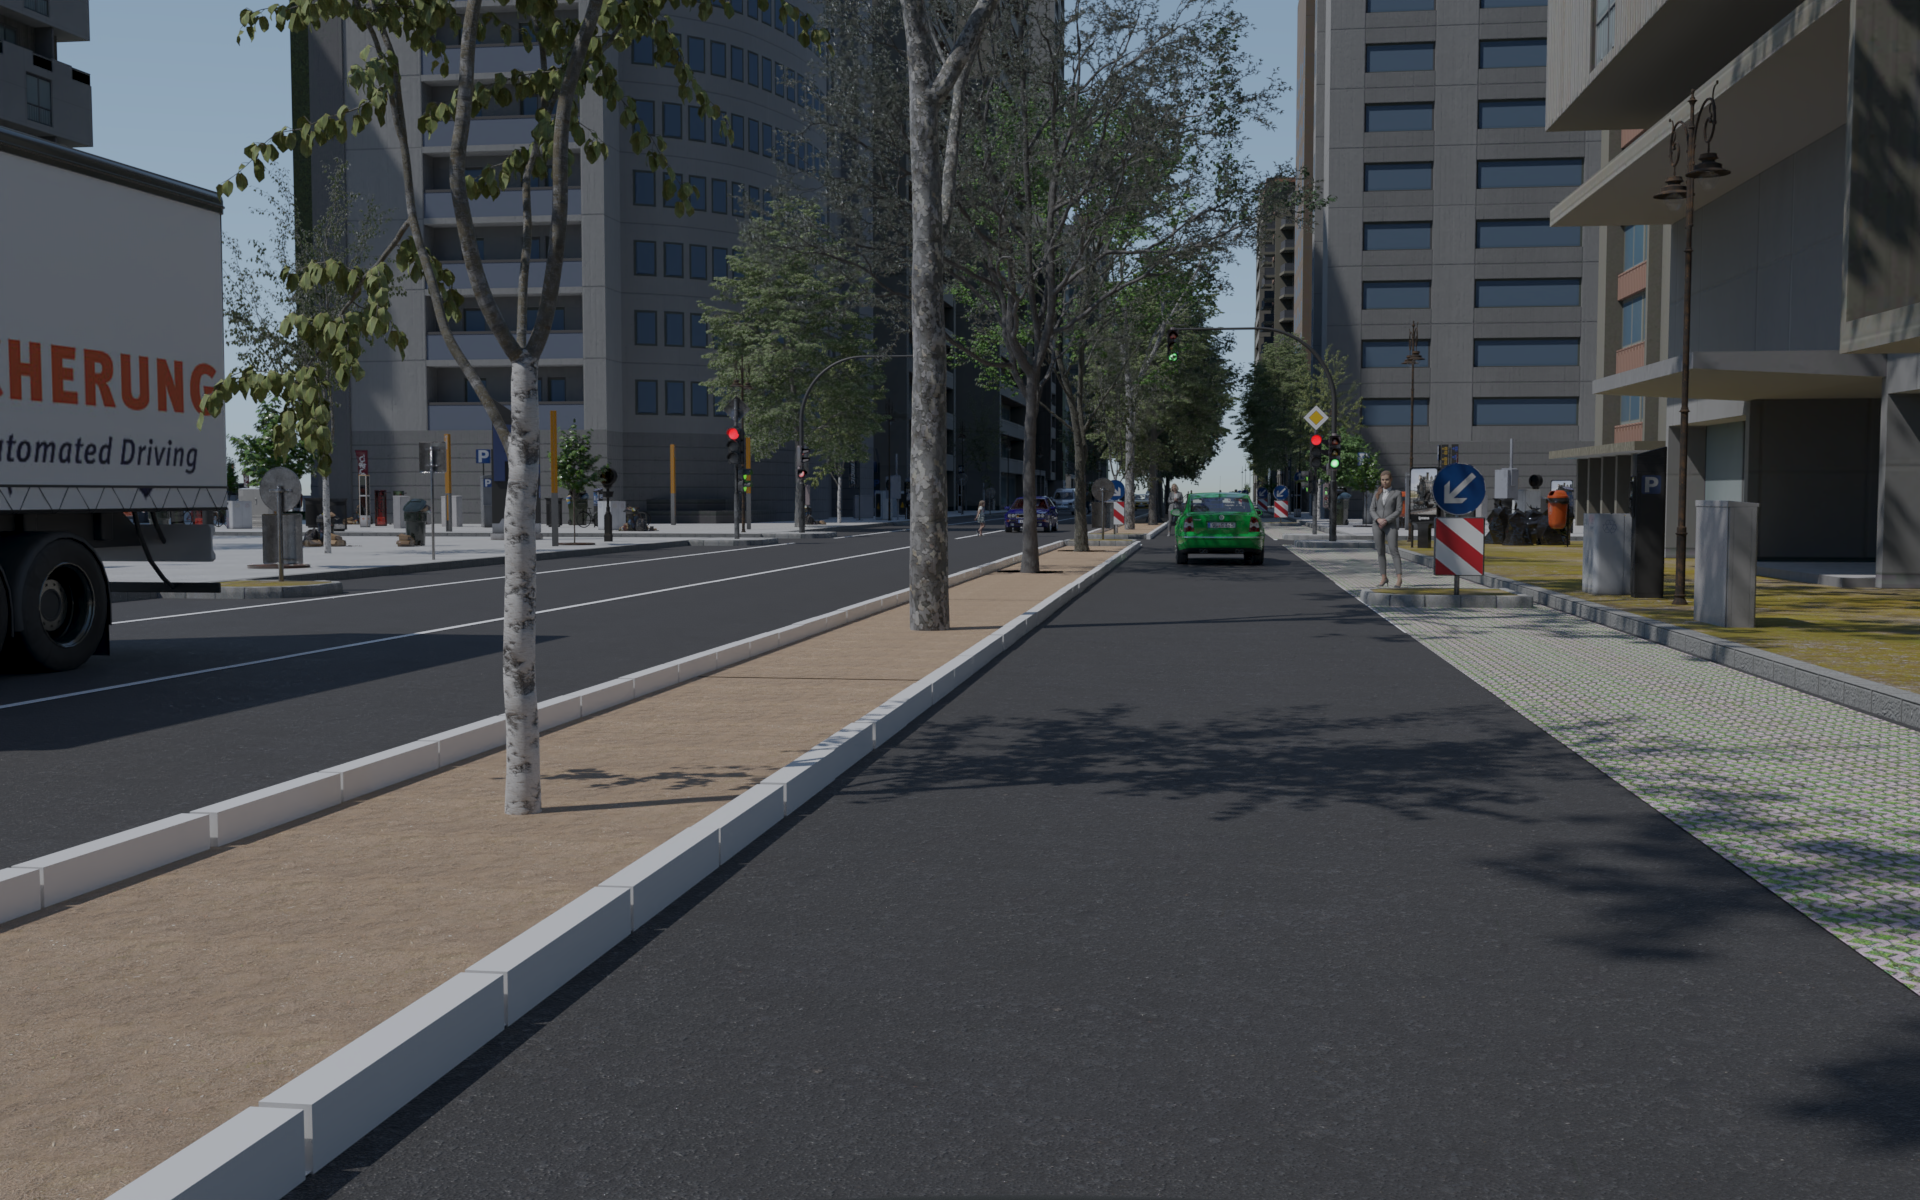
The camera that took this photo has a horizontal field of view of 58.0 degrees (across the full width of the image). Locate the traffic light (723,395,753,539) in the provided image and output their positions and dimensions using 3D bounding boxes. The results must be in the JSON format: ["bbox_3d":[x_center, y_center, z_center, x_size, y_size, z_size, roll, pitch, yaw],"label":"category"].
[{"bbox_3d":[-6.346,-3.693,49.295,0.839,4.253,0.868,1,4,8],"label":"traffic light"}]

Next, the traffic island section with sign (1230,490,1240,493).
[{"bbox_3d":[25.144,-8.855,153.401,1.989,1.847,2.006,1,4,8],"label":"traffic island section with sign"}]

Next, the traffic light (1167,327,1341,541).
[{"bbox_3d":[8.015,-4.430,47.106,4.771,5.953,1.251,1,4,8],"label":"traffic light"}]

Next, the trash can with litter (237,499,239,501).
[{"bbox_3d":[-36.111,-4.612,86.791,0.624,1.170,1.055,1,4,21],"label":"trash can with litter"}]

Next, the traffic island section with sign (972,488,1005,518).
[{"bbox_3d":[1.868,-5.998,106.691,1.989,1.847,2.006,1,4,8],"label":"traffic island section with sign"}]

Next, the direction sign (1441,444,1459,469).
[{"bbox_3d":[22.283,-5.313,78.858,0.379,3.537,0.876,-3,5,-41],"label":"direction sign"}]

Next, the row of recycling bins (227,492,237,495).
[{"bbox_3d":[-47.526,-6.570,114.528,1.069,1.692,3.534,2,4,28],"label":"row of recycling bins"}]

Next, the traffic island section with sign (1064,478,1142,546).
[{"bbox_3d":[3.934,-2.450,48.190,2.006,1.907,1.989,1,4,8],"label":"traffic island section with sign"}]

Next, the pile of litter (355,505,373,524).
[{"bbox_3d":[-25.454,-3.606,72.917,1.176,0.858,1.719,3,4,39],"label":"pile of litter"}]

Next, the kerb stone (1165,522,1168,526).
[{"bbox_3d":[8.532,-3.085,72.629,0.120,0.150,1.000,1,4,8],"label":"kerb stone"}]

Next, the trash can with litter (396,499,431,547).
[{"bbox_3d":[-13.397,-1.901,42.462,0.624,1.170,1.055,0,4,5],"label":"trash can with litter"}]

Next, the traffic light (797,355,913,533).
[{"bbox_3d":[-3.124,-5.032,56.935,4.771,5.953,1.251,1,4,8],"label":"traffic light"}]

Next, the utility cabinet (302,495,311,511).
[{"bbox_3d":[-34.188,-4.910,91.446,1.020,1.237,0.306,1,4,18],"label":"utility cabinet"}]

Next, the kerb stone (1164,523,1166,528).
[{"bbox_3d":[8.237,-2.961,70.607,0.120,0.150,1.000,1,4,8],"label":"kerb stone"}]

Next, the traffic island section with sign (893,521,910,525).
[{"bbox_3d":[-1.975,-4.366,80.010,1.989,1.847,2.006,1,4,8],"label":"traffic island section with sign"}]

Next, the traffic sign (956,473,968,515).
[{"bbox_3d":[0.107,-6.482,106.080,0.768,2.556,0.104,1,4,15],"label":"traffic sign"}]

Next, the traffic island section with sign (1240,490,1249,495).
[{"bbox_3d":[17.997,-5.823,103.829,1.989,1.847,2.006,1,4,8],"label":"traffic island section with sign"}]

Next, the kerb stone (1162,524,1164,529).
[{"bbox_3d":[7.791,-2.773,67.554,0.120,0.150,1.000,1,4,8],"label":"kerb stone"}]

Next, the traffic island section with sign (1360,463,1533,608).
[{"bbox_3d":[6.294,-0.856,22.624,1.989,1.847,2.006,1,4,8],"label":"traffic island section with sign"}]

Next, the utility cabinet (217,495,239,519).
[{"bbox_3d":[-37.214,-4.703,88.056,1.020,1.237,0.306,0,4,5],"label":"utility cabinet"}]

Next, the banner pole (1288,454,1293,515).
[{"bbox_3d":[20.676,-7.257,108.672,0.401,3.779,0.863,0,4,-4],"label":"banner pole"}]

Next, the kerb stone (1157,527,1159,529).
[{"bbox_3d":[6.916,-2.401,61.469,0.120,0.150,1.000,1,4,8],"label":"kerb stone"}]

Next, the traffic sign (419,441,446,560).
[{"bbox_3d":[-10.271,-1.933,33.730,0.606,2.300,0.079,1,4,18],"label":"traffic sign"}]

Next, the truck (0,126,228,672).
[{"bbox_3d":[-8.805,-1.339,10.805,2.839,4.237,11.283,0,4,8],"label":"truck"}]

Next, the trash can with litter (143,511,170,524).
[{"bbox_3d":[-21.572,-2.164,46.762,0.624,1.170,1.055,0,4,-3],"label":"trash can with litter"}]

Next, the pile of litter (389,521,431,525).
[{"bbox_3d":[-23.089,-3.579,72.484,1.719,0.858,1.176,0,4,-5],"label":"pile of litter"}]

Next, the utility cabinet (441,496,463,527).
[{"bbox_3d":[-19.932,-3.472,67.922,1.020,1.237,0.306,3,5,39],"label":"utility cabinet"}]

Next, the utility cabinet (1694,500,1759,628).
[{"bbox_3d":[7.560,-0.363,17.098,0.306,1.237,1.020,0,4,7],"label":"utility cabinet"}]

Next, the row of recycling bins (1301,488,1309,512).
[{"bbox_3d":[24.900,-7.236,125.413,1.069,1.692,3.534,1,4,9],"label":"row of recycling bins"}]

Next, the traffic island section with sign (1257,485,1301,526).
[{"bbox_3d":[14.160,-4.191,77.147,1.989,1.847,2.006,1,4,8],"label":"traffic island section with sign"}]

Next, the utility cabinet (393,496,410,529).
[{"bbox_3d":[-20.904,-3.286,64.893,0.306,1.237,1.020,0,4,2],"label":"utility cabinet"}]

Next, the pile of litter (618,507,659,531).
[{"bbox_3d":[-11.262,-2.813,59.961,1.719,0.858,1.176,2,4,31],"label":"pile of litter"}]

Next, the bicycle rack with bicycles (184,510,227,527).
[{"bbox_3d":[-28.681,-3.331,67.839,2.925,0.926,2.852,3,5,41],"label":"bicycle rack with bicycles"}]

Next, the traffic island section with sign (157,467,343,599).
[{"bbox_3d":[-9.956,-0.980,24.645,1.989,1.847,2.006,1,4,8],"label":"traffic island section with sign"}]

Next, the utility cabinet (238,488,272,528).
[{"bbox_3d":[-26.570,-3.464,65.310,1.173,1.500,0.318,0,4,7],"label":"utility cabinet"}]

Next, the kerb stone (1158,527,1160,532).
[{"bbox_3d":[7.059,-2.464,62.483,0.120,0.150,1.000,1,4,8],"label":"kerb stone"}]

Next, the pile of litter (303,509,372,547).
[{"bbox_3d":[-15.573,-1.739,42.395,1.719,0.858,1.176,1,4,15],"label":"pile of litter"}]

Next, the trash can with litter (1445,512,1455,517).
[{"bbox_3d":[17.164,-2.997,60.382,0.624,1.170,1.055,2,4,31],"label":"trash can with litter"}]

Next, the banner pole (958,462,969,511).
[{"bbox_3d":[0.247,-8.700,132.268,0.863,3.779,0.401,1,4,17],"label":"banner pole"}]

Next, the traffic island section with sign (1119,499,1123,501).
[{"bbox_3d":[24.645,-15.664,264.733,1.989,1.847,2.006,1,4,8],"label":"traffic island section with sign"}]

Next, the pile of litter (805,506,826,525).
[{"bbox_3d":[-6.238,-3.594,72.720,1.176,0.858,1.719,-1,4,-17],"label":"pile of litter"}]

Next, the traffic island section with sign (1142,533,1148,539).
[{"bbox_3d":[5.000,-2.898,55.521,2.006,1.907,1.989,1,4,8],"label":"traffic island section with sign"}]

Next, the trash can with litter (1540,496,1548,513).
[{"bbox_3d":[26.909,-4.274,80.937,2.233,1.210,1.678,3,4,38],"label":"trash can with litter"}]

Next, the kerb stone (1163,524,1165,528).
[{"bbox_3d":[7.949,-2.836,68.567,0.120,0.150,1.000,1,4,8],"label":"kerb stone"}]

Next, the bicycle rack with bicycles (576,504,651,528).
[{"bbox_3d":[-13.122,-3.215,65.955,2.925,0.926,2.852,-1,4,-16],"label":"bicycle rack with bicycles"}]

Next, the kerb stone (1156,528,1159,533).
[{"bbox_3d":[6.775,-2.340,60.456,0.120,0.150,1.000,1,4,8],"label":"kerb stone"}]

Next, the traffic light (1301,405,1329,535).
[{"bbox_3d":[11.238,-4.033,54.853,0.839,4.253,0.868,1,4,8],"label":"traffic light"}]

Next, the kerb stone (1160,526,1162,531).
[{"bbox_3d":[7.358,-2.588,64.511,0.120,0.150,1.000,1,4,8],"label":"kerb stone"}]

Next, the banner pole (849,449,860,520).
[{"bbox_3d":[-5.086,-5.769,84.348,0.863,3.779,0.401,-3,5,-40],"label":"banner pole"}]

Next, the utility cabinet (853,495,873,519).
[{"bbox_3d":[-5.082,-4.883,91.006,1.020,1.237,0.306,-1,4,-19],"label":"utility cabinet"}]

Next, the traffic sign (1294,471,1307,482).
[{"bbox_3d":[18.956,-5.888,96.369,0.768,2.556,0.104,1,4,12],"label":"traffic sign"}]

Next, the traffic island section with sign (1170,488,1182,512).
[{"bbox_3d":[15.709,-7.447,129.895,2.006,1.907,1.989,1,4,8],"label":"traffic island section with sign"}]

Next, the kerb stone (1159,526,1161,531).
[{"bbox_3d":[7.204,-2.526,63.494,0.120,0.150,1.000,1,4,8],"label":"kerb stone"}]
